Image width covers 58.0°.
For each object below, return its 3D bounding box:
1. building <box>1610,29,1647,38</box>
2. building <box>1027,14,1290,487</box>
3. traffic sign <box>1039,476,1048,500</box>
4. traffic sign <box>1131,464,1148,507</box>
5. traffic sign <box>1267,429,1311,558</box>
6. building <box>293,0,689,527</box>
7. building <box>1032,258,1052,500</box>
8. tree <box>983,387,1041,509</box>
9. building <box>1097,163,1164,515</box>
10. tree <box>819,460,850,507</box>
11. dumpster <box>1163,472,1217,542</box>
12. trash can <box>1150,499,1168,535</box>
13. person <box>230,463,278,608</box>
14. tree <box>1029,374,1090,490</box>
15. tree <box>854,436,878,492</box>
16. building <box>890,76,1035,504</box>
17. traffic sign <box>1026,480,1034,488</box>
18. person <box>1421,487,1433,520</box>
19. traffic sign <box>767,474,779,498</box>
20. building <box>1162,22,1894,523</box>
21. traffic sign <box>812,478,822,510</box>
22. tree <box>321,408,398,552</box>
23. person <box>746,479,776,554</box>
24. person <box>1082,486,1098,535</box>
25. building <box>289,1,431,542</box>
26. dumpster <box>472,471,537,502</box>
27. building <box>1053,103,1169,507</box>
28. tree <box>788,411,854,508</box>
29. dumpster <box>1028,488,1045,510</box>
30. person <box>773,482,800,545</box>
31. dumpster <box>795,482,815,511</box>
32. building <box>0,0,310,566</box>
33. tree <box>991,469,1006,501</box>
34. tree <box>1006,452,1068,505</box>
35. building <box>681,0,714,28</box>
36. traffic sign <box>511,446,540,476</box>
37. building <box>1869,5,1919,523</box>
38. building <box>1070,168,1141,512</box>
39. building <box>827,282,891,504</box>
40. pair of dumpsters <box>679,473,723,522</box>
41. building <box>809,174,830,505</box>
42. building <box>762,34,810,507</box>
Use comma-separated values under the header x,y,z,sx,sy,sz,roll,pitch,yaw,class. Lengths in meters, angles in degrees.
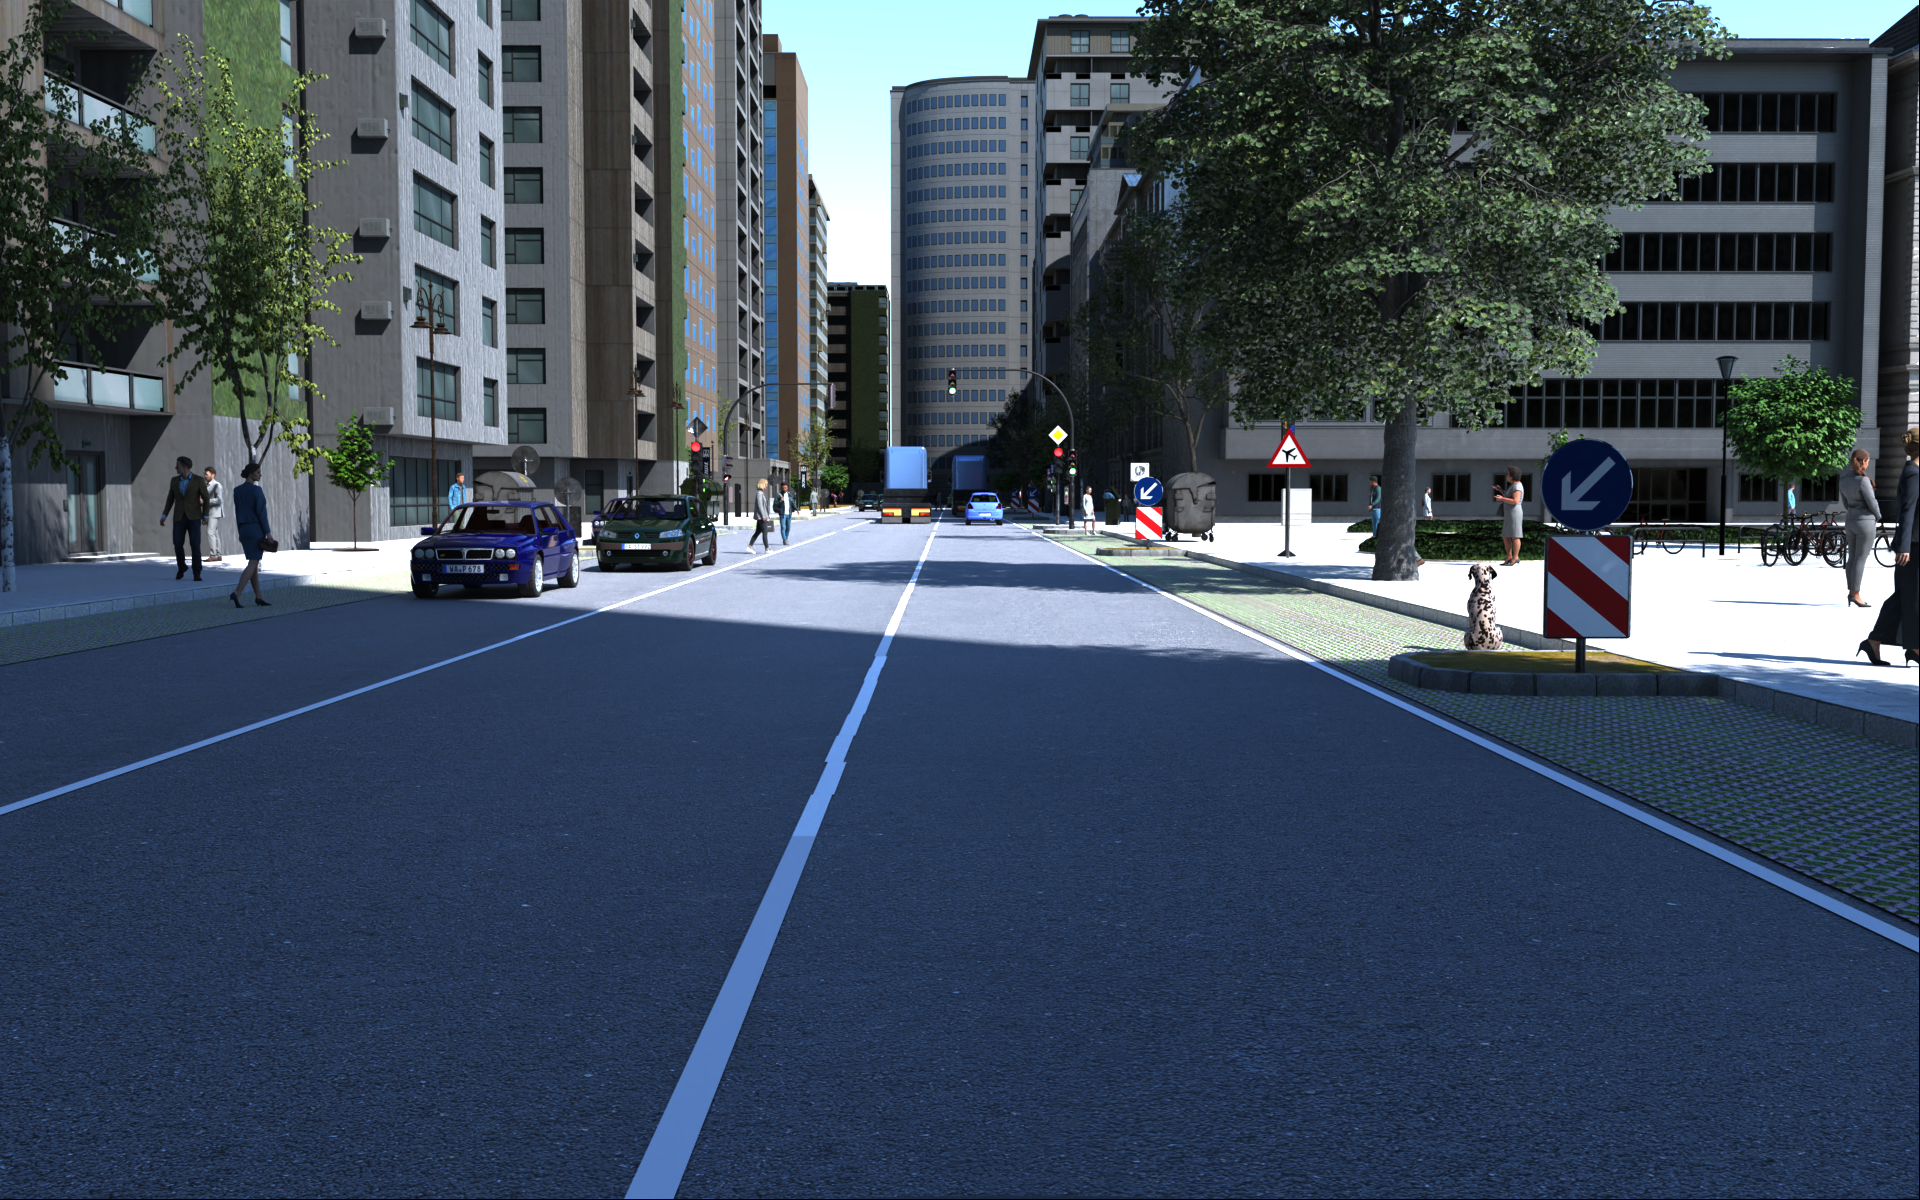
x,y,z,sx,sy,sz,roll,pitch,yaw,class
62.717,-37.618,204.292,27.495,52.752,28.713,0,4,0,building
22.250,-36.765,190.346,28.713,52.752,27.495,0,4,0,building
6.089,-7.564,123.669,0.884,2.594,0.081,0,4,1,traffic sign
5.948,-3.379,57.378,0.606,2.300,0.079,0,4,4,traffic sign
6.559,-2.115,34.584,0.884,2.594,0.081,0,4,2,traffic sign
-20.663,-18.840,79.731,14.160,30.474,14.107,0,4,0,building
15.735,-26.941,212.180,14.160,30.474,14.107,0,4,0,building
5.411,-13.219,150.541,7.601,10.594,8.767,0,4,6,tree
15.990,-17.688,108.278,14.460,24.649,34.723,0,4,0,building
-12.173,-11.283,168.193,4.285,4.588,4.351,0,3,0,tree
6.217,-2.502,46.664,1.264,1.857,1.865,0,4,0,dumpster
6.330,-2.657,55.103,0.748,1.137,0.748,0,3,0,trash can
-8.969,-0.814,21.836,0.581,1.822,0.654,3,5,40,person
6.221,-9.581,107.017,4.737,8.622,4.395,0,3,0,tree
-12.235,-16.000,211.970,4.737,8.622,4.395,0,3,0,tree
4.512,-42.796,241.714,28.212,58.520,21.231,0,4,0,building
6.033,-8.957,146.457,0.884,2.594,0.081,1,4,9,traffic sign
18.433,-3.598,68.337,0.522,1.701,0.512,1,4,21,person
-11.788,-6.685,109.411,0.768,2.556,0.104,0,4,2,traffic sign
25.268,-16.014,80.893,30.058,24.678,14.314,0,4,0,building
-11.671,-8.630,141.208,0.768,2.556,0.104,0,4,1,traffic sign
-13.500,-2.714,38.973,1.663,3.219,1.824,0,3,0,tree
-4.766,-2.008,41.519,0.728,1.800,0.709,0,4,1,person
4.452,-3.097,60.137,0.512,1.701,0.522,-3,5,-44,person
-21.742,-17.152,52.138,14.107,30.474,14.160,0,4,0,building
-11.692,-2.366,44.437,1.264,1.857,1.865,0,4,0,dumpster
25.216,-28.940,165.049,32.217,40.220,23.993,0,4,0,building
-12.564,-12.200,149.827,4.737,8.622,4.395,0,3,0,tree
5.903,-7.791,133.135,1.264,1.857,1.865,0,4,0,dumpster
-4.917,-2.433,48.625,0.721,1.781,0.623,3,5,42,person
-12.087,-8.098,134.903,1.502,2.255,1.985,0,4,0,dumpster
-22.185,-21.333,32.387,14.154,41.232,14.086,0,4,0,building
6.467,-13.857,210.282,4.285,4.588,4.351,0,3,0,tree
6.451,-8.860,128.569,4.285,4.588,4.351,0,3,0,tree
-22.379,-27.685,102.765,14.600,45.320,14.200,0,4,0,building
-11.429,-2.780,45.554,0.768,2.556,0.104,0,4,5,traffic sign
50.276,-15.325,79.449,19.941,23.489,11.050,0,4,0,building
15.326,-19.442,135.903,12.078,24.808,19.932,0,4,0,building
-16.700,-28.592,239.185,14.107,30.474,14.160,0,4,0,building
-11.721,-4.635,78.282,1.574,2.255,4.437,0,4,0,pair of dumpsters
-27.523,-31.247,202.772,23.993,40.220,32.217,0,4,0,building
-22.573,-32.000,173.316,14.600,45.320,14.200,0,4,0,building
